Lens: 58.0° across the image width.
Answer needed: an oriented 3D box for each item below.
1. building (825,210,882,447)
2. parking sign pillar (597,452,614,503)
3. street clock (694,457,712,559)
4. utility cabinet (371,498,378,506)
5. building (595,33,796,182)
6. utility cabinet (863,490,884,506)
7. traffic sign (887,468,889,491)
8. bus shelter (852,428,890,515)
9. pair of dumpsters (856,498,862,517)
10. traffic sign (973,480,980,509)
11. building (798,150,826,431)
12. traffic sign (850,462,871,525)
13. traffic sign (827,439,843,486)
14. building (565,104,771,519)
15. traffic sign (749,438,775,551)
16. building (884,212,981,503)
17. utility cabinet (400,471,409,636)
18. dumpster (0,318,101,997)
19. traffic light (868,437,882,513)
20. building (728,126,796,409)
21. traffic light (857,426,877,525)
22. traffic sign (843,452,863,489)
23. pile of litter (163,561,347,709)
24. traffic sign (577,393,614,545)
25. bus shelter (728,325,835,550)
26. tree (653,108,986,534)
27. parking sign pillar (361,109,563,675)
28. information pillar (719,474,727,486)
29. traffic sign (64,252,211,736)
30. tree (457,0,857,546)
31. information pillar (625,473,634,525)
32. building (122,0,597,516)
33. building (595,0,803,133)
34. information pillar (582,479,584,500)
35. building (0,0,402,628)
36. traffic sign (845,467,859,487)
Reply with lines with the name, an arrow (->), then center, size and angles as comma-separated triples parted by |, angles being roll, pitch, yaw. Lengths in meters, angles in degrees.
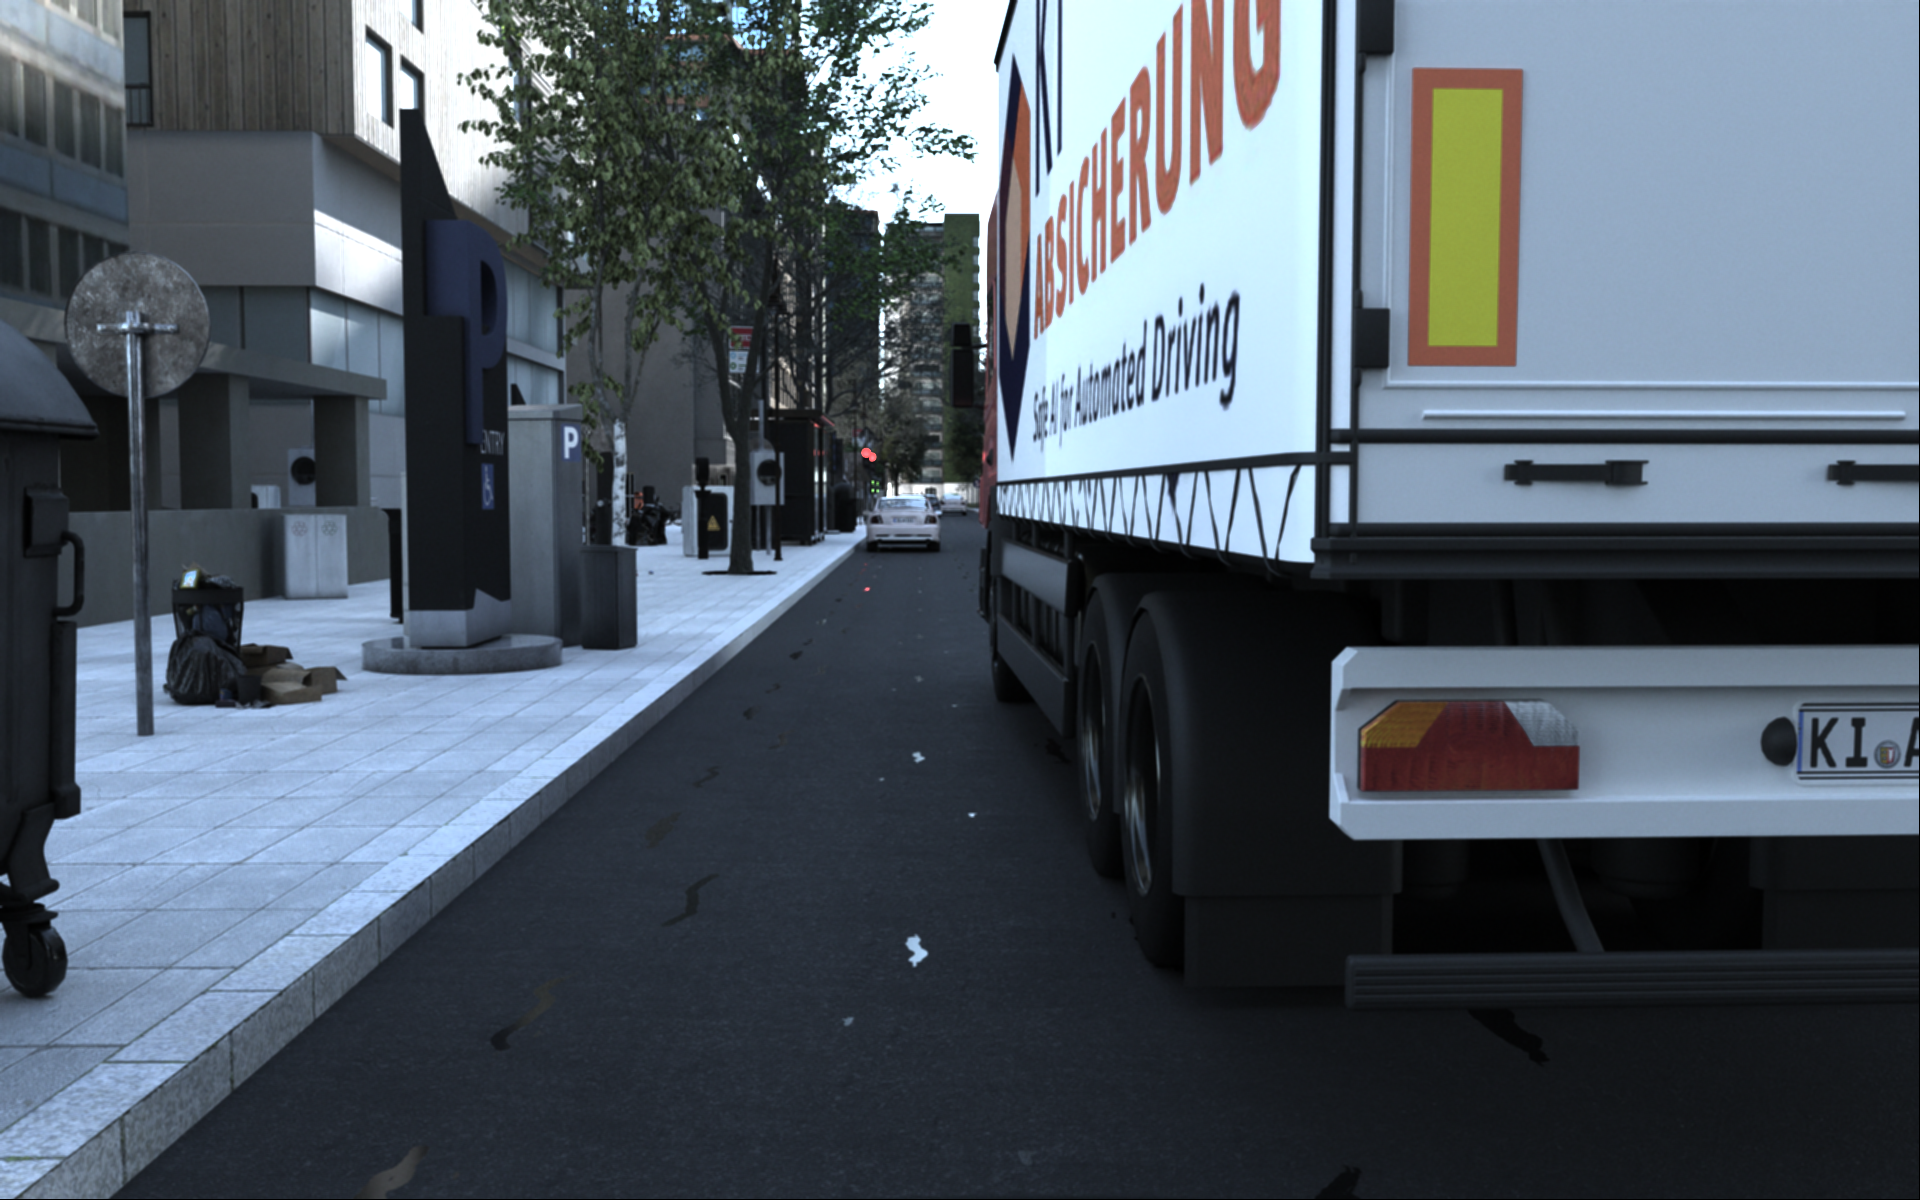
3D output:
building -> -26.106, -36.822, 256.656 | 28.867, 44.769, 22.147 | 0, 4, -1
parking sign pillar -> -16.661, -5.761, 82.657 | 1.447, 3.967, 1.447 | -1, 4, -11
street clock -> -5.076, -1.811, 34.184 | 0.358, 2.002, 0.471 | -1, 4, -14
utility cabinet -> -11.891, -1.410, 34.213 | 0.306, 1.237, 1.020 | 1, 4, 14
building -> -26.022, -31.417, 168.290 | 22.147, 44.769, 28.867 | 0, 4, -1
utility cabinet -> -4.941, -5.498, 98.565 | 1.173, 1.500, 0.318 | 1, 4, 10
traffic sign -> -6.688, -8.642, 135.163 | 2.265, 3.308, 0.079 | 0, 4, 8
bus shelter -> -5.554, -7.986, 108.205 | 2.179, 5.291, 8.768 | 0, 4, -1
pair of dumpsters -> -6.196, -5.696, 95.627 | 1.574, 2.255, 4.437 | 0, 4, -1
traffic sign -> 1.537, -9.295, 152.073 | 0.768, 2.556, 0.104 | 0, 4, 3
building -> -22.197, -31.008, 190.577 | 14.154, 41.232, 14.086 | 0, 4, -1
traffic sign -> -4.067, -4.322, 70.661 | 0.884, 2.594, 0.081 | 0, 4, 5
traffic sign -> -5.397, -4.263, 63.577 | 2.265, 3.308, 0.079 | 0, 4, 8
building -> -19.388, -17.291, 101.778 | 14.314, 24.678, 30.058 | 0, 4, -1
traffic sign -> -4.551, -2.380, 39.014 | 0.768, 2.556, 0.104 | 0, 4, 6
building -> -4.152, -34.837, 253.175 | 14.086, 41.232, 14.154 | 0, 4, -1
utility cabinet -> -4.443, -0.430, 15.718 | 1.173, 1.500, 0.318 | -3, 5, -40
dumpster -> -2.860, 0.128, 3.670 | 1.264, 1.857, 1.865 | 0, 4, -1
traffic light -> -4.029, -5.554, 79.733 | 0.839, 4.253, 0.868 | 0, 4, -1
building -> -23.588, -20.152, 133.999 | 19.350, 26.468, 34.151 | 0, 4, -1
traffic light -> -3.850, -5.066, 71.750 | 0.839, 4.253, 0.868 | 0, 4, -1
traffic sign -> -5.833, -5.510, 83.964 | 2.265, 3.308, 0.079 | 0, 4, 3
pile of litter -> -4.562, 0.174, 11.127 | 1.176, 0.858, 1.719 | -1, 4, -10
traffic sign -> -4.676, -1.327, 21.703 | 0.884, 2.594, 0.081 | 0, 4, 1
bus shelter -> -4.486, -4.058, 43.978 | 2.179, 5.291, 8.768 | 0, 4, -1
tree -> -4.585, -8.871, 55.407 | 12.009, 13.543, 11.850 | 0, 3, 0
parking sign pillar -> -3.722, -1.492, 12.863 | 1.447, 3.967, 1.447 | 0, 4, -1
information pillar -> -8.661, -3.602, 63.384 | 0.304, 2.012, 0.304 | 0, 4, -6
traffic sign -> -4.334, -0.552, 9.138 | 0.768, 2.556, 0.104 | 0, 4, 0
tree -> -3.443, -4.148, 18.186 | 4.737, 8.622, 4.395 | 0, 3, 0
information pillar -> -11.490, -3.398, 60.043 | 0.304, 2.012, 0.304 | 1, 4, 17
building -> -25.714, -28.039, 47.674 | 27.495, 52.752, 28.713 | 0, 4, -1
building -> -31.147, -54.895, 210.197 | 31.000, 86.520, 22.319 | 0, 4, -1
information pillar -> -19.049, -5.045, 86.971 | 0.304, 2.012, 0.304 | 1, 4, 14
building -> -24.623, -20.020, 19.209 | 32.217, 40.220, 23.993 | 0, 4, -1
traffic sign -> -5.081, -5.035, 82.421 | 0.768, 2.556, 0.104 | 0, 4, 6
